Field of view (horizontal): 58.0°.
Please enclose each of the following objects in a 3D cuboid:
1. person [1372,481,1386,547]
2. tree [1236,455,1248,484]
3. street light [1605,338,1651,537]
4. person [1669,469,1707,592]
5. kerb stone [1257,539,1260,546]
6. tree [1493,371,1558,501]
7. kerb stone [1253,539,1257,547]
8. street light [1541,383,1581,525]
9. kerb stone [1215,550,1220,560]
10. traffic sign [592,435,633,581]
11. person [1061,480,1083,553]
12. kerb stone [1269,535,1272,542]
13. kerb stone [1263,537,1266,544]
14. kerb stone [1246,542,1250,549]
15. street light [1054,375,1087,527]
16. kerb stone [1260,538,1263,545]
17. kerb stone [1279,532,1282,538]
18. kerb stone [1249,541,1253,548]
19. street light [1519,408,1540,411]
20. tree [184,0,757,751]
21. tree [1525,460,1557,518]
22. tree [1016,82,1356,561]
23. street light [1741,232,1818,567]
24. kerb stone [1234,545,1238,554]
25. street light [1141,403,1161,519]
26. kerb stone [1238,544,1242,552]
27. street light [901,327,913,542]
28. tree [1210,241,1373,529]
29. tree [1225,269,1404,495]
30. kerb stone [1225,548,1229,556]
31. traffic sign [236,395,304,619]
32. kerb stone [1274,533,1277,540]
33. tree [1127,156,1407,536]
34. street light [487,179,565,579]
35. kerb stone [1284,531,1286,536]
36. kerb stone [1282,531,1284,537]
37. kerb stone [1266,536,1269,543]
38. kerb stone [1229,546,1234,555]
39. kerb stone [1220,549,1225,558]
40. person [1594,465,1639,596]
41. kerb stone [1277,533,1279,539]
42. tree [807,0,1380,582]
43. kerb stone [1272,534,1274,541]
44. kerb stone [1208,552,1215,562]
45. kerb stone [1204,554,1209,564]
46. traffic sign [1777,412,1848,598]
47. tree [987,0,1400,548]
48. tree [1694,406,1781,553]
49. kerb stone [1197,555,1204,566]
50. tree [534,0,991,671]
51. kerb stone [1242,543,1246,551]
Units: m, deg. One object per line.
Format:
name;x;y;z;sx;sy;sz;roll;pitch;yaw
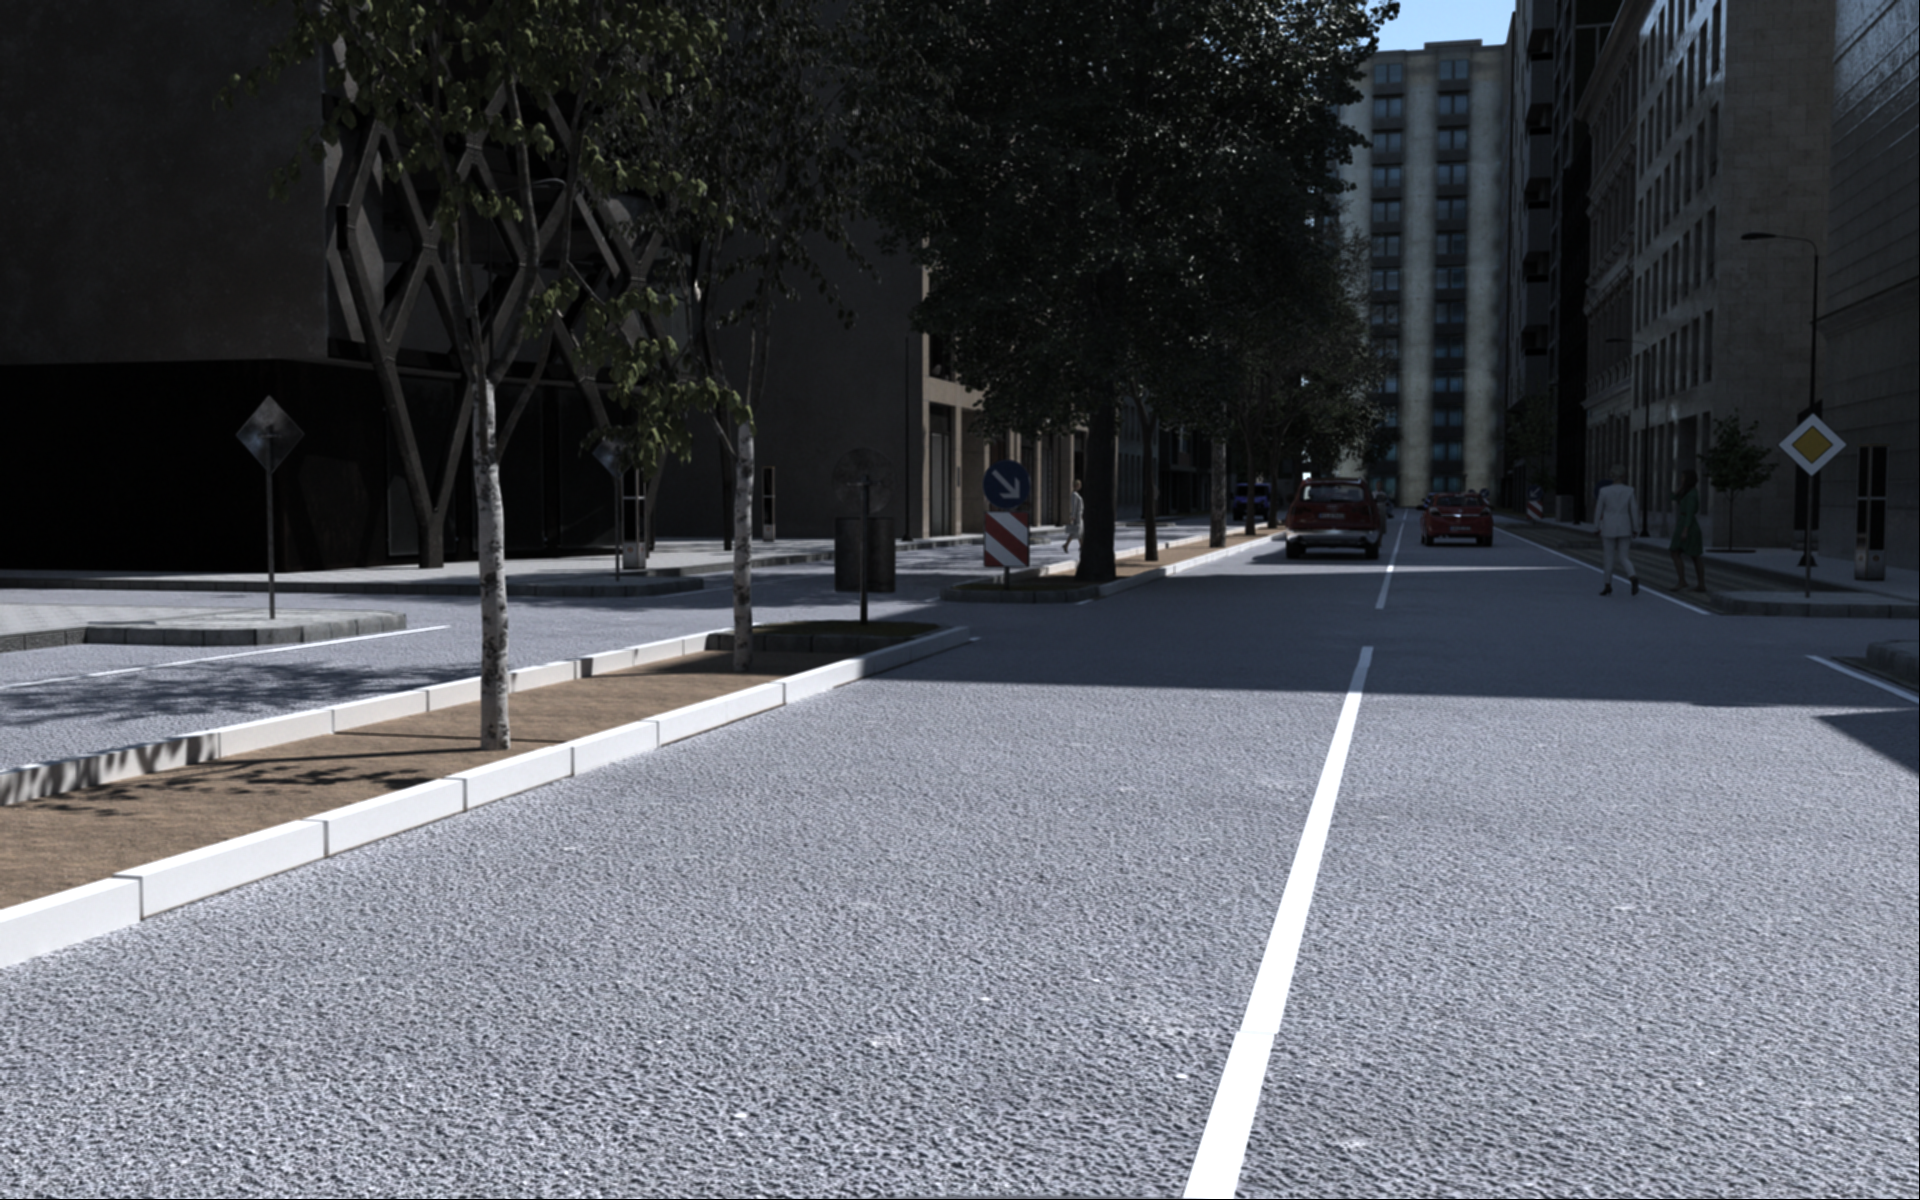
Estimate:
person;11.385;-2.353;47.193;0.478;1.798;0.641;1;4;16
tree;23.200;-9.826;144.373;4.285;4.588;4.351;0;3;0
street light;19.883;-4.835;51.588;1.470;5.913;1.316;1;4;15
person;10.617;-1.007;25.213;0.529;1.795;0.600;1;4;14
kerb stone;8.059;-1.544;47.519;0.120;0.150;1.000;1;4;15
tree;34.153;-9.351;103.255;4.737;8.622;4.395;0;3;0
kerb stone;7.802;-1.488;46.526;0.120;0.150;1.000;1;4;15
street light;25.330;-6.118;72.563;1.470;5.913;1.316;1;4;15
kerb stone;5.480;-0.943;37.606;0.120;0.150;1.000;1;4;15
traffic sign;-5.035;-1.332;25.427;0.795;2.450;0.064;1;4;15
person;2.796;-2.032;42.070;0.624;1.780;0.694;1;4;18
kerb stone;9.093;-1.790;51.486;0.120;0.150;1.000;1;4;15
kerb stone;8.581;-1.666;49.506;0.120;0.150;1.000;1;4;15
kerb stone;7.283;-1.362;44.533;0.120;0.150;1.000;1;4;15
street light;4.398;-5.799;67.360;1.470;5.913;1.316;1;4;15
kerb stone;8.316;-1.609;48.508;0.120;0.150;1.000;1;4;15
kerb stone;10.126;-2.033;55.463;0.120;0.150;1.000;1;4;15
kerb stone;7.537;-1.426;45.533;0.120;0.150;1.000;1;4;15
street light;30.825;-7.387;93.325;1.470;5.913;1.316;1;4;15
tree;-2.617;-3.447;9.183;4.737;8.622;4.395;0;3;0
tree;33.064;-6.321;97.958;1.663;3.219;1.824;0;3;0
tree;4.188;-6.116;36.874;8.767;10.594;7.601;1;4;15
street light;14.555;-3.562;30.782;1.470;5.913;1.316;1;4;15
kerb stone;6.512;-1.184;41.564;0.120;0.150;1.000;1;4;15
street light;9.908;-7.072;88.160;1.470;5.913;1.316;1;4;15
kerb stone;6.767;-1.245;42.554;0.120;0.150;1.000;1;4;15
street light;-0.903;-4.526;46.547;1.470;5.913;1.316;1;4;15
tree;12.911;-8.709;70.597;9.928;11.665;9.643;0;3;0
tree;16.147;-9.953;82.199;9.611;12.733;9.660;0;3;0
kerb stone;5.990;-1.064;39.586;0.120;0.150;1.000;1;4;15
traffic sign;-7.049;-0.860;17.699;0.795;2.450;0.064;1;4;15
kerb stone;9.611;-1.913;53.472;0.120;0.150;1.000;1;4;15
tree;9.964;-8.935;58.921;12.009;13.543;11.850;0;3;0
street light;-6.492;-3.258;25.809;1.470;5.913;1.316;1;4;15
kerb stone;10.645;-2.151;57.447;0.120;0.150;1.000;1;4;15
kerb stone;10.387;-2.095;56.455;0.120;0.150;1.000;1;4;15
kerb stone;8.840;-1.729;50.495;0.120;0.150;1.000;1;4;15
kerb stone;6.256;-1.123;40.574;0.120;0.150;1.000;1;4;15
kerb stone;5.736;-1.003;38.596;0.120;0.150;1.000;1;4;15
person;9.200;-0.967;24.194;0.514;1.842;0.818;0;4;-7
kerb stone;9.868;-1.973;54.462;0.120;0.150;1.000;1;4;15
tree;2.253;-7.282;28.167;9.857;13.997;8.962;0;3;0
kerb stone;9.353;-1.846;52.475;0.120;0.150;1.000;1;4;15
kerb stone;5.218;-0.882;36.611;0.120;0.150;1.000;1;4;15
kerb stone;4.957;-0.818;35.623;0.120;0.150;1.000;1;4;15
traffic sign;10.488;-1.085;21.376;0.795;2.450;0.064;1;4;15
tree;5.907;-11.518;46.660;12.611;20.169;13.585;0;3;0
tree;16.971;-2.657;38.046;1.663;3.219;1.824;0;3;0
kerb stone;4.700;-0.761;34.633;0.120;0.150;1.000;1;4;15
tree;-1.703;-3.739;13.948;4.360;8.622;3.978;0;3;0
kerb stone;7.031;-1.306;43.542;0.120;0.150;1.000;1;4;15
